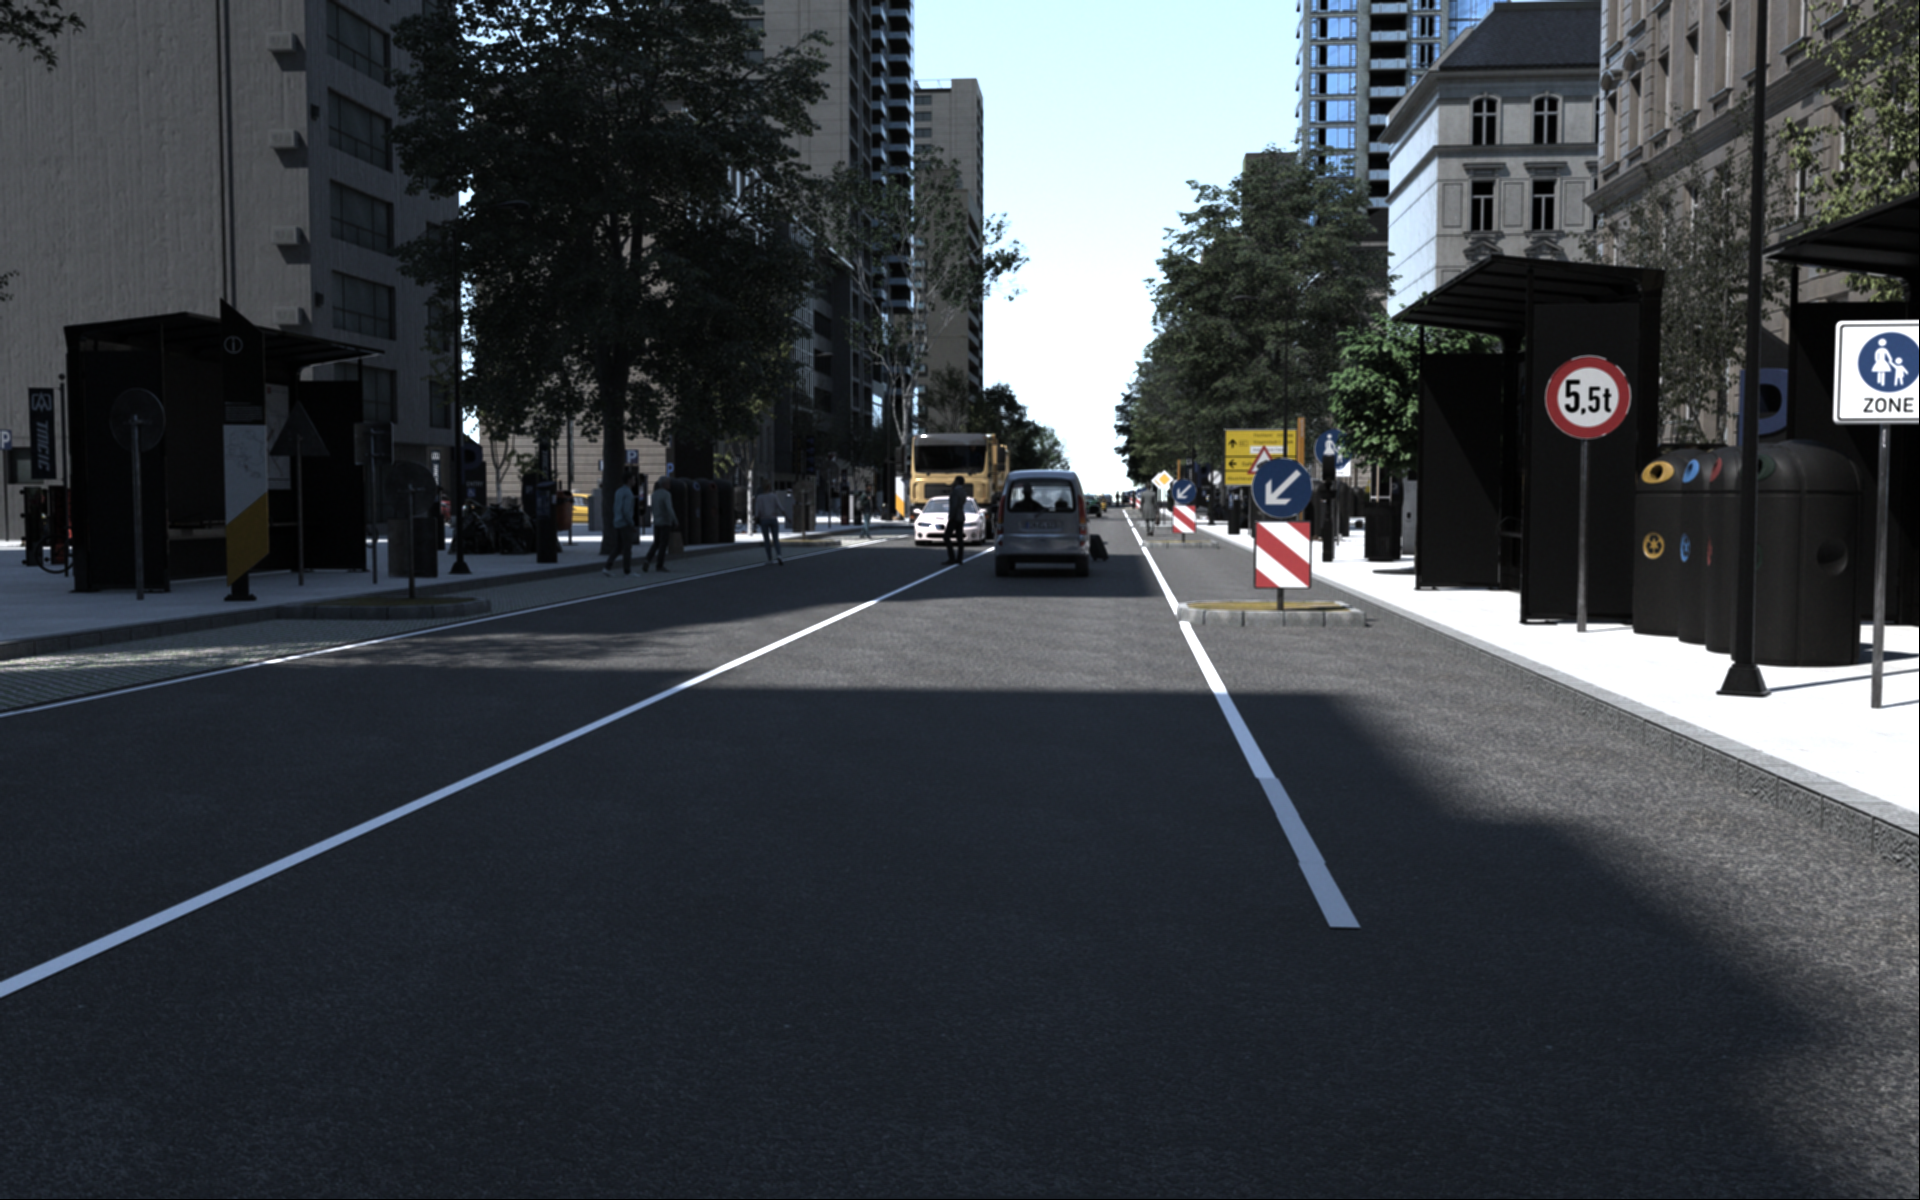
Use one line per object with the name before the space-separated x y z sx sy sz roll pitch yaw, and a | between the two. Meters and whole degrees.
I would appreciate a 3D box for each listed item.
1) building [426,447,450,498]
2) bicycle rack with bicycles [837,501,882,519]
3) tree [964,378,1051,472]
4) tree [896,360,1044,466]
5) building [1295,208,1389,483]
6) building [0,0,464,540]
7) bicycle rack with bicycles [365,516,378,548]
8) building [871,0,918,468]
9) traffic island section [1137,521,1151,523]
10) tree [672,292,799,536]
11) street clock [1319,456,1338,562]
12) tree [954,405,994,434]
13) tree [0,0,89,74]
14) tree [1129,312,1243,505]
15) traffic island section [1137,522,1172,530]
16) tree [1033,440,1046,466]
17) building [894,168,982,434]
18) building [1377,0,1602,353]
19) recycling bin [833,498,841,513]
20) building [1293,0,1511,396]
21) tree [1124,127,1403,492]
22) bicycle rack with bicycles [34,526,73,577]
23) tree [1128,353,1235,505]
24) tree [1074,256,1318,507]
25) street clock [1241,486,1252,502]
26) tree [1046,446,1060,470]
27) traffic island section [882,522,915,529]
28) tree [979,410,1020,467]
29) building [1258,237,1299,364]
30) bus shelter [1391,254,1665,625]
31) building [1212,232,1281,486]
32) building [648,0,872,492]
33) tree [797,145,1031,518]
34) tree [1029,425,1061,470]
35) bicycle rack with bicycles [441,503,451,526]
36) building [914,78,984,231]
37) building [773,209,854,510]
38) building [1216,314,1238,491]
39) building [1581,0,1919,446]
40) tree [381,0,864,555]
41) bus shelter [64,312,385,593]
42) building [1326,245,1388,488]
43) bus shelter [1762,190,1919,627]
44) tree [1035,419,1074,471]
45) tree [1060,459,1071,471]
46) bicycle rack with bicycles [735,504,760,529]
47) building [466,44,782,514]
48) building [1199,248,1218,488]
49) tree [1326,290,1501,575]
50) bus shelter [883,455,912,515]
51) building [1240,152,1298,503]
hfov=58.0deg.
building | -41.156 -17.210 99.412 19.932 24.808 12.078 0 4 5
bicycle rack with bicycles | -5.020 -4.678 89.862 2.925 0.926 2.852 -2 4 -25
tree | 3.892 -15.561 171.434 9.611 12.733 9.660 0 3 0
tree | 0.012 -11.376 120.412 8.767 10.594 7.601 -3 5 -40
building | 33.450 -19.138 141.792 11.050 23.489 19.941 0 4 5
building | -23.935 -17.272 54.093 14.107 30.474 14.160 0 4 5
bicycle rack with bicycles | -15.665 -1.709 41.323 2.925 0.926 2.852 3 5 41
building | -15.589 -53.767 191.758 22.319 86.520 31.000 0 4 5
traffic island section | 9.112 -3.473 79.059 2.009 0.180 2.903 0 4 5
tree | -6.557 -6.259 52.699 4.737 8.622 4.395 0 3 0
street clock | 6.946 -1.720 32.689 0.358 2.002 0.471 1 4 13
tree | 0.994 -11.449 137.548 4.737 8.622 4.395 0 3 0
tree | -10.400 -4.756 12.181 8.767 10.594 7.601 1 4 8
tree | 14.233 -11.538 106.769 7.486 12.596 7.792 0 3 0
traffic island section | 8.400 -2.986 71.106 2.009 0.180 2.903 0 4 5
tree | 7.718 -15.922 210.681 4.360 8.622 3.978 0 3 0
building | -8.506 -38.980 261.029 21.300 48.544 21.600 0 4 5
building | 46.209 -19.412 93.796 44.131 29.872 17.030 0 4 5
recycling bin | -7.978 -6.254 114.813 0.722 1.027 0.722 -1 4 -18
building | 41.859 -52.489 170.868 22.319 86.520 31.000 0 4 5
tree | 10.836 -9.495 61.902 9.857 13.997 8.962 0 3 0
bicycle rack with bicycles | -13.404 -0.895 28.015 2.925 0.926 2.852 -1 4 -12
tree | 14.933 -11.592 115.287 9.928 11.665 9.643 0 3 0
tree | 13.136 -10.710 85.472 12.009 13.543 11.850 0 3 0
street clock | 15.682 -5.555 95.390 0.358 2.002 0.471 3 5 39
tree | 5.807 -15.785 192.495 7.601 10.594 8.767 -1 4 -16
traffic island section | -2.099 -3.044 72.046 2.009 0.180 2.903 0 4 5
tree | 2.841 -12.025 146.976 4.360 8.622 3.978 0 3 0
building | 40.304 -25.909 195.319 14.160 30.474 14.107 0 4 5
bus shelter | 6.322 -1.757 20.005 1.731 3.624 6.357 0 4 5
building | 51.943 -38.316 281.098 22.147 44.769 28.867 0 4 5
building | -17.014 -44.497 165.777 20.563 71.187 20.611 0 4 5
tree | -1.651 -14.454 92.216 12.611 20.169 13.585 0 3 0
tree | 10.908 -19.932 251.636 9.928 11.665 9.643 0 3 0
bicycle rack with bicycles | -21.719 -3.462 69.994 2.852 0.926 2.925 1 4 16
building | -4.211 -52.911 303.348 20.563 71.187 20.611 0 4 5
building | -17.243 -19.116 131.611 14.314 24.678 30.058 0 4 5
building | 45.497 -29.834 259.489 14.160 30.474 14.107 0 4 5
building | 25.758 -15.162 45.169 12.463 27.353 25.104 0 4 5
tree | -7.208 -7.936 36.416 9.857 13.997 8.962 0 3 0
bus shelter | -10.555 -2.094 25.518 1.731 3.624 6.357 0 4 5
building | 31.703 -15.768 122.426 10.561 19.102 19.286 0 4 5
bus shelter | 8.315 -1.383 13.890 1.731 3.624 6.357 0 4 5
tree | 13.730 -22.745 282.249 12.009 13.543 11.850 0 3 0
tree | 16.323 -23.071 311.628 8.767 10.594 7.601 1 4 22
bicycle rack with bicycles | -8.575 -3.149 64.869 2.925 0.926 2.852 2 4 30
building | -19.096 -18.764 104.056 12.463 27.353 25.104 0 4 5
building | 49.092 -39.940 303.133 14.600 45.320 14.200 0 4 5
tree | 7.401 -2.705 27.942 4.285 4.588 4.351 0 3 0
bus shelter | -3.535 -7.116 107.626 1.731 3.624 6.357 0 4 5
building | 40.898 -32.166 209.506 14.154 41.232 14.086 0 4 5
